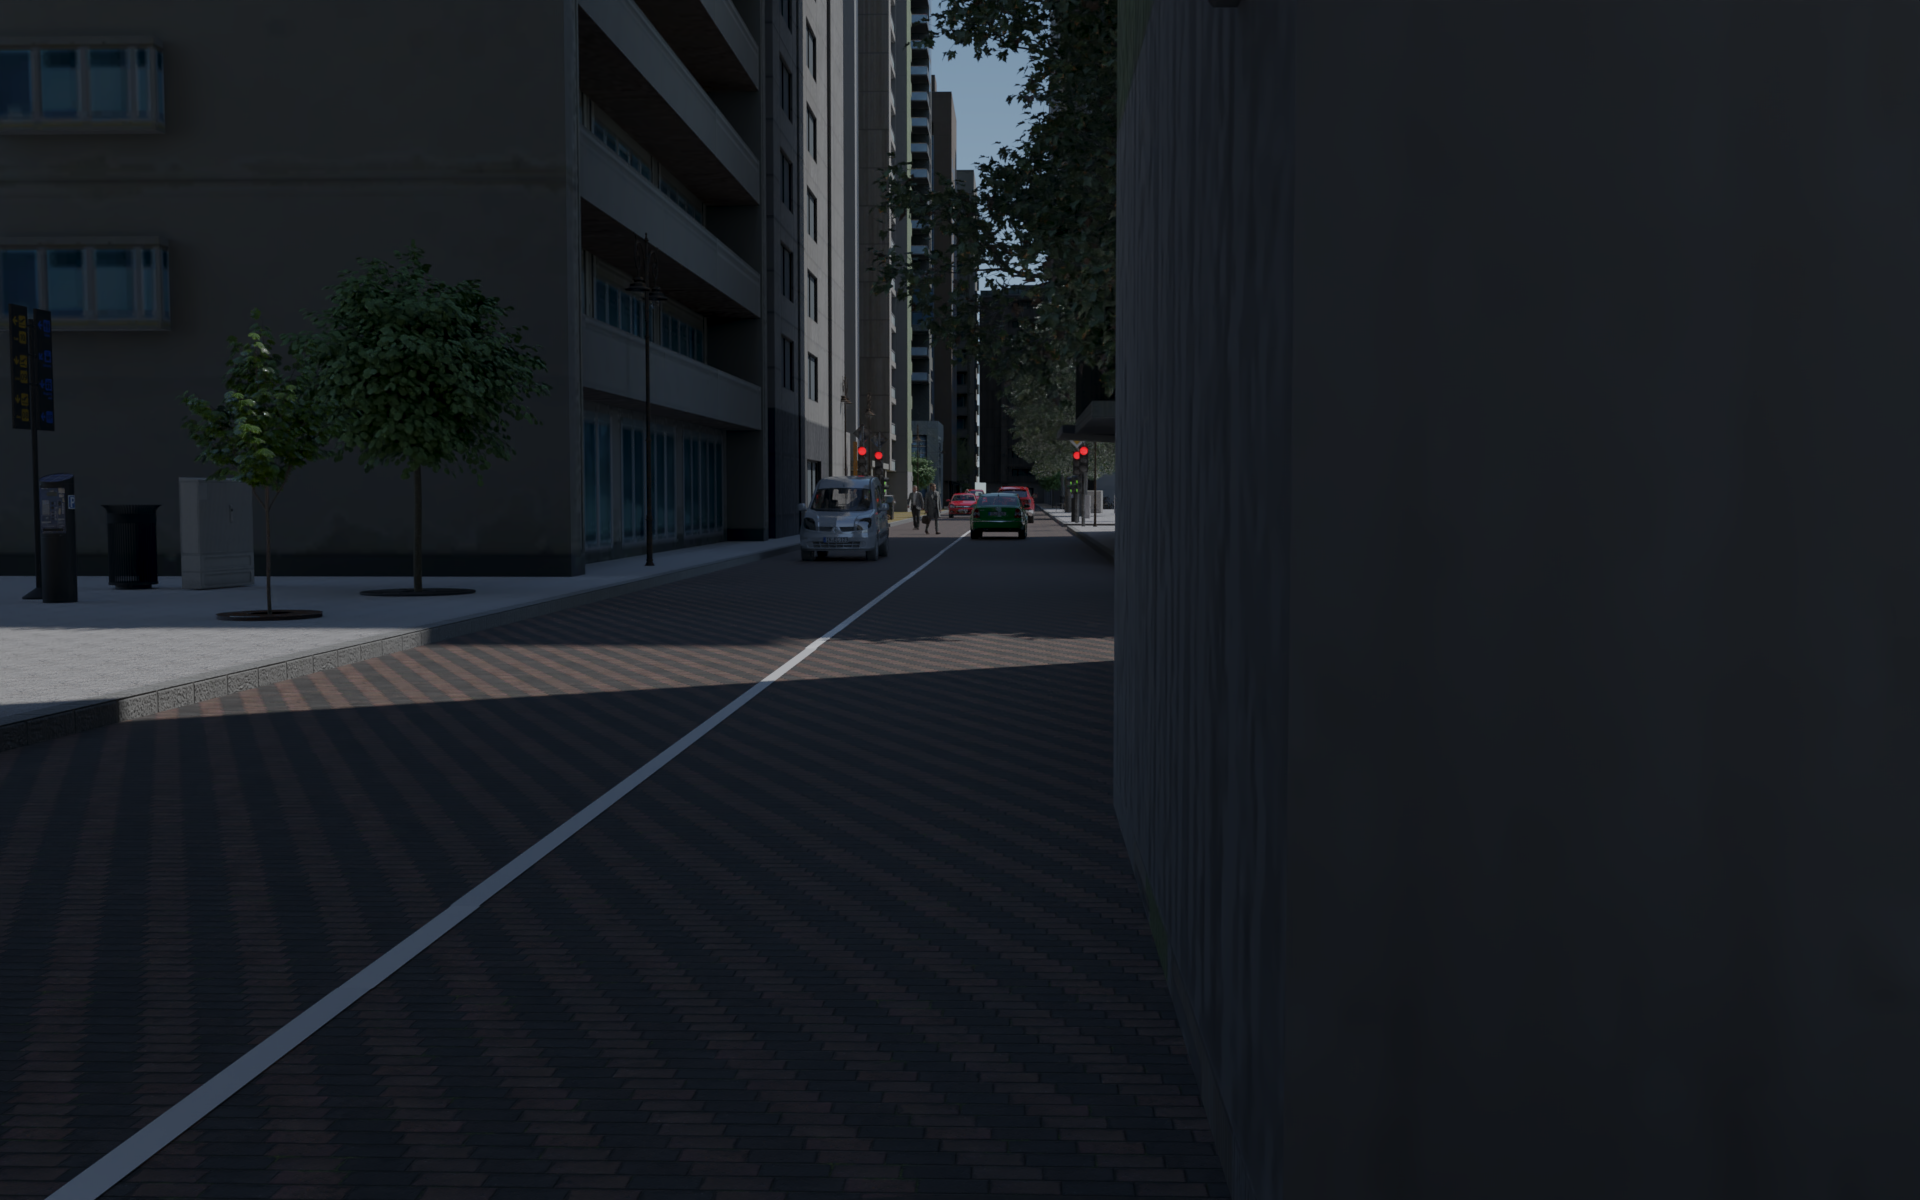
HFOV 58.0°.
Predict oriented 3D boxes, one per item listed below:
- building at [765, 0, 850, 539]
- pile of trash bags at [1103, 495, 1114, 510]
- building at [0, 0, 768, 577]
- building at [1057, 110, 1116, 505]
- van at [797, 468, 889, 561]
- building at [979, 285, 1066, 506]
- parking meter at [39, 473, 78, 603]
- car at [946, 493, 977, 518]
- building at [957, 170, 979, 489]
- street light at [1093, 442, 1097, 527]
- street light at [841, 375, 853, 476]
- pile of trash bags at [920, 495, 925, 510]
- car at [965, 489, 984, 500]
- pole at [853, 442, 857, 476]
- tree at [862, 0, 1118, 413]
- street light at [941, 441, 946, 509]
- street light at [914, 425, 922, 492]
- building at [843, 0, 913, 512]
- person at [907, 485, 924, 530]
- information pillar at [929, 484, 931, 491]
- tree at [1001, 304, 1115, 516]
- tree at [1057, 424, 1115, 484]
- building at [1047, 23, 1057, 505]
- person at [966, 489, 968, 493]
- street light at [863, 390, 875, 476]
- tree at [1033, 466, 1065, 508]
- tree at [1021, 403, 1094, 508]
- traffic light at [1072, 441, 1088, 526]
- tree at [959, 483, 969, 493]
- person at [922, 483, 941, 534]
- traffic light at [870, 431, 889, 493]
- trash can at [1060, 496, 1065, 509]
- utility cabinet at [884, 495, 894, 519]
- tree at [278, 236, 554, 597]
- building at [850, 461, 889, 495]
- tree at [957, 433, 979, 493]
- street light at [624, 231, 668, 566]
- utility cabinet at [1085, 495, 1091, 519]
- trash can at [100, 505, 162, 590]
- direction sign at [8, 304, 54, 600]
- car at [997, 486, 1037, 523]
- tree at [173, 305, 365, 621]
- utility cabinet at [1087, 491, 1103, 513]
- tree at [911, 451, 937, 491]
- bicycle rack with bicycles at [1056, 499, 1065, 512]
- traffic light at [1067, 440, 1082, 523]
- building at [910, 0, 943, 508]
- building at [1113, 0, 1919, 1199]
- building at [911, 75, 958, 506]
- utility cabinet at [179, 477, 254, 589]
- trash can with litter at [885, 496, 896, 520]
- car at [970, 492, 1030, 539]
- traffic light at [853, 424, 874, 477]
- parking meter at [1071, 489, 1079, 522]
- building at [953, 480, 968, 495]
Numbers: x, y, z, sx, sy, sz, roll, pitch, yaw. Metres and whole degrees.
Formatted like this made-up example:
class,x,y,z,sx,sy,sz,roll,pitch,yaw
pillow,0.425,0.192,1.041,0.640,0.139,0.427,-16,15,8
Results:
class,x,y,z,sx,sy,sz,roll,pitch,yaw
building,-15.079,-37.901,57.940,20.611,71.187,20.563,0,4,2
pile of trash bags,12.946,-8.284,145.190,1.912,1.369,3.447,1,4,20
building,-16.288,-25.226,36.143,21.300,48.544,21.600,0,4,2
building,23.929,-35.475,169.249,28.713,52.752,27.495,0,4,2
van,-2.533,-1.927,38.511,2.013,2.044,4.112,0,4,2
building,9.646,-28.776,242.183,14.107,30.474,14.160,0,4,2
parking meter,-10.657,-0.738,20.470,0.372,1.533,0.369,0,3,0
car,0.243,-5.858,104.811,2.155,1.783,4.494,0,4,2
building,-8.242,-38.064,246.052,21.600,48.544,21.300,0,4,2
street light,5.292,-5.803,67.674,0.468,5.910,1.993,0,4,2
street light,-4.434,-5.762,66.995,0.468,5.910,1.993,0,4,2
pile of trash bags,-3.356,-7.851,138.109,1.912,1.369,3.447,2,4,30
car,1.148,-7.923,138.209,2.281,1.827,5.304,0,4,0
pole,-4.067,-4.497,67.369,0.158,3.312,0.155,0,3,0
tree,3.943,-6.499,23.273,9.611,12.733,9.660,0,3,0
street light,-1.444,-10.855,150.272,0.468,5.910,1.993,0,4,2
street light,-2.770,-8.620,113.730,0.468,5.910,1.993,0,4,2
building,-10.792,-26.730,120.622,14.154,41.232,14.086,0,4,2
person,-1.786,-3.693,69.276,0.661,1.777,0.834,0,4,1
information pillar,-1.955,-7.130,121.065,0.304,2.012,0.304,1,4,13
tree,7.587,-13.043,119.914,9.857,13.997,8.962,0,3,0
tree,8.358,-10.916,128.846,4.737,8.622,4.395,0,3,0
building,21.311,-40.996,212.289,21.231,58.520,28.212,0,4,2
person,0.545,-6.993,123.241,0.834,1.777,0.661,-1,4,-18
street light,-4.031,-6.377,77.048,0.468,5.910,1.993,0,4,2
tree,8.243,-10.498,155.356,4.285,4.588,4.351,0,3,0
tree,8.348,-14.052,147.871,7.486,12.596,7.792,0,3,0
traffic light,4.865,-4.869,68.523,0.839,4.253,0.868,0,4,2
tree,0.372,-14.367,229.494,1.663,3.219,1.824,0,3,0
person,-0.971,-3.243,61.630,0.694,1.812,0.767,-2,4,-27
traffic light,-3.564,-5.374,76.788,0.839,4.253,0.868,0,4,2
trash can,8.613,-8.104,144.156,0.748,1.137,0.748,0,3,0
utility cabinet,-3.860,-4.669,87.504,1.020,1.237,0.306,-2,4,-24
tree,-6.935,-2.352,22.171,4.285,4.588,4.351,0,3,0
building,-20.407,-24.593,93.980,32.217,40.220,23.993,0,4,2
tree,0.185,-15.320,200.837,4.737,8.622,4.395,0,3,0
street light,-5.546,-3.547,30.780,0.468,5.910,1.993,0,4,2
utility cabinet,6.730,-4.902,91.314,0.306,1.237,1.020,0,4,7
trash can,-11.181,-0.719,23.401,0.748,1.137,0.748,0,3,0
direction sign,-11.277,-1.781,21.109,0.379,3.537,0.876,0,4,1
car,2.692,-4.757,86.458,2.281,1.827,5.304,0,4,3
tree,-7.299,-1.425,17.900,1.663,3.219,1.824,0,3,0
utility cabinet,8.782,-6.432,113.838,1.173,1.500,0.318,2,4,28
tree,-3.424,-9.001,130.884,4.285,4.588,4.351,0,3,0
bicycle rack with bicycles,8.211,-6.870,125.710,2.852,0.926,2.925,-2,4,-24
traffic light,5.142,-5.357,76.503,0.839,4.253,0.868,0,4,2
building,-12.538,-52.190,165.970,22.319,86.520,31.000,0,4,2
building,7.779,-19.852,8.178,14.154,41.232,14.086,0,4,2
building,-7.523,-32.998,189.626,14.600,45.320,14.200,0,4,2
utility cabinet,-10.100,-0.912,23.585,0.318,1.500,1.173,1,4,12
trash can with litter,-3.524,-4.524,85.347,0.624,1.170,1.055,0,4,4
car,1.300,-2.925,56.616,1.959,1.807,4.718,0,4,3
traffic light,-3.841,-4.886,68.808,0.839,4.253,0.868,0,4,2
parking meter,5.254,-4.316,78.983,0.372,1.533,0.369,0,3,0
building,-13.727,-34.374,216.646,28.867,44.769,22.147,0,4,2
